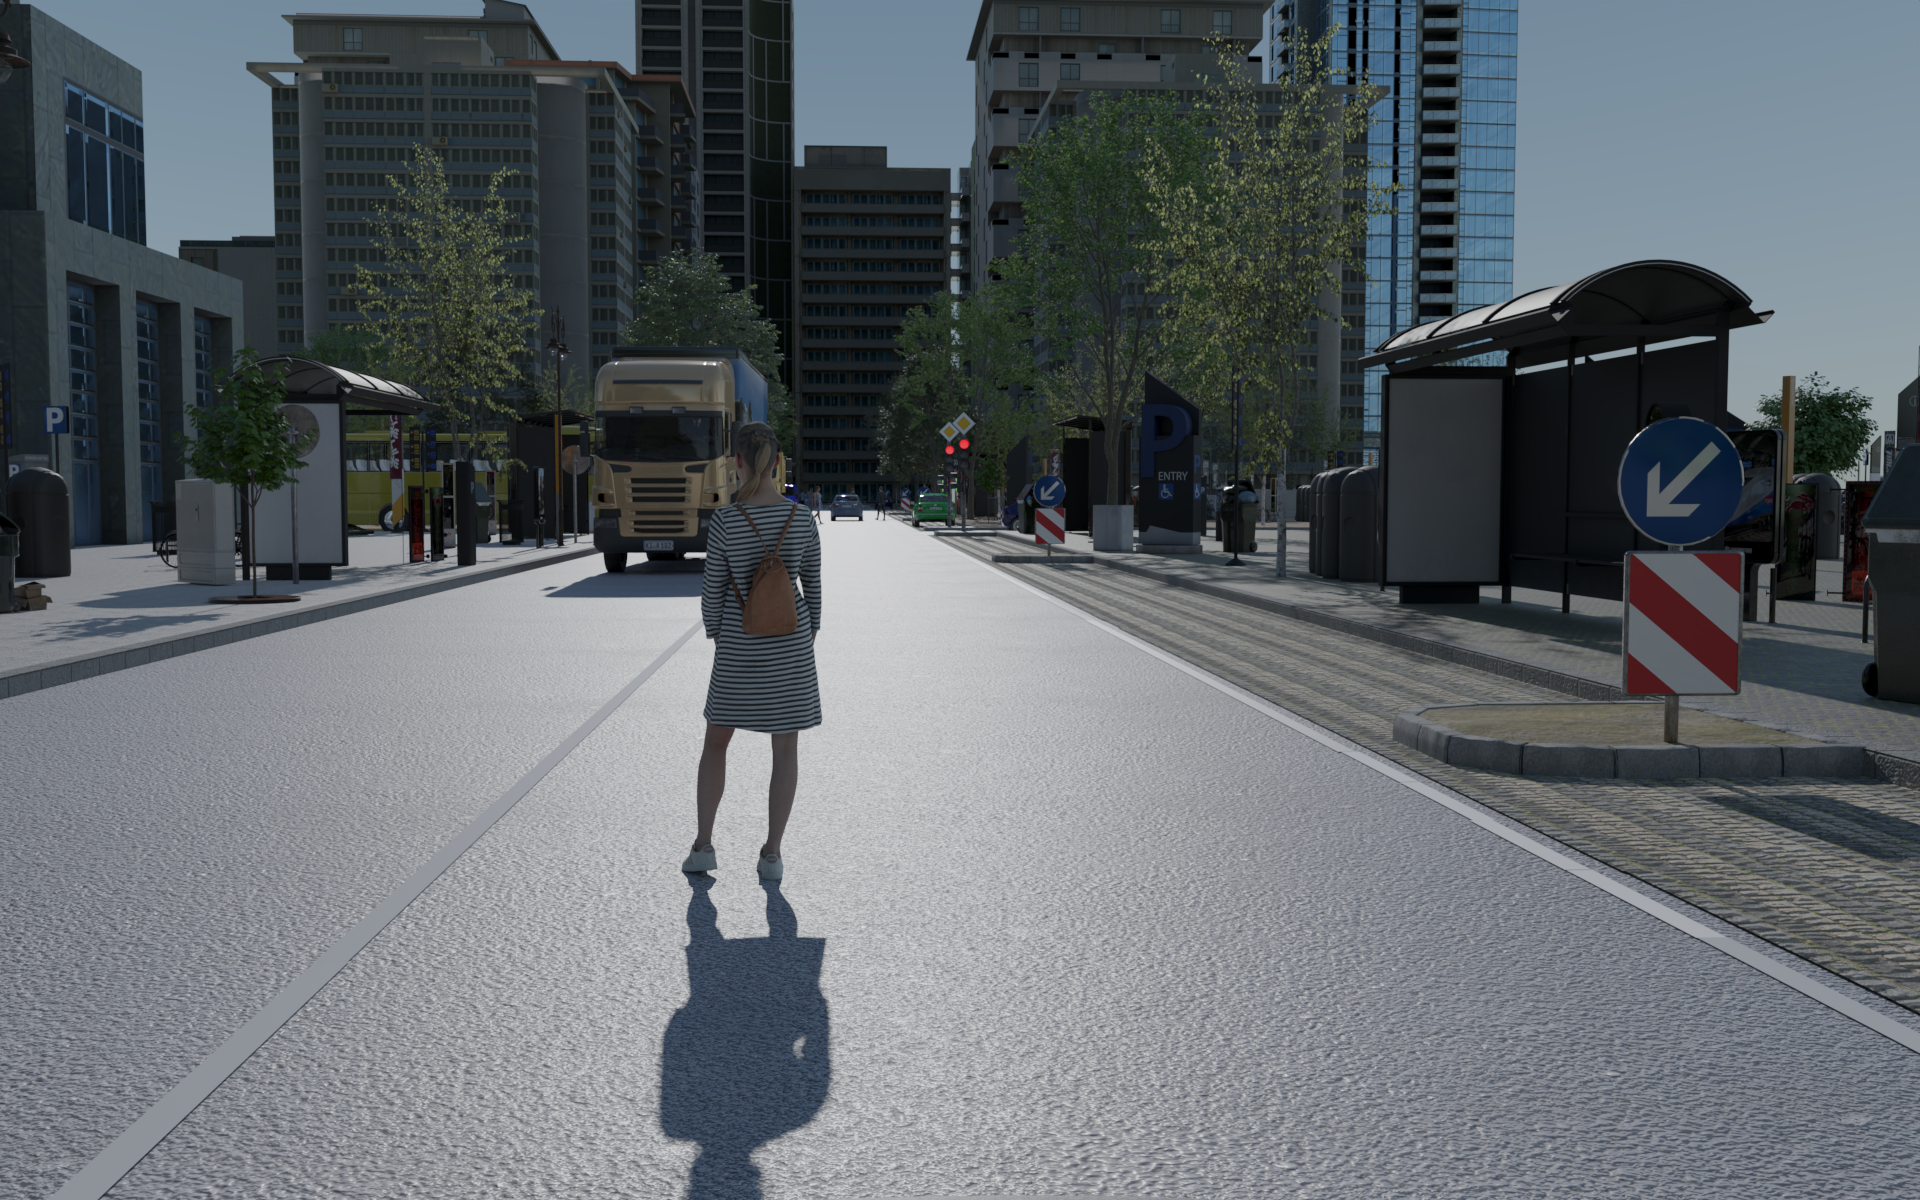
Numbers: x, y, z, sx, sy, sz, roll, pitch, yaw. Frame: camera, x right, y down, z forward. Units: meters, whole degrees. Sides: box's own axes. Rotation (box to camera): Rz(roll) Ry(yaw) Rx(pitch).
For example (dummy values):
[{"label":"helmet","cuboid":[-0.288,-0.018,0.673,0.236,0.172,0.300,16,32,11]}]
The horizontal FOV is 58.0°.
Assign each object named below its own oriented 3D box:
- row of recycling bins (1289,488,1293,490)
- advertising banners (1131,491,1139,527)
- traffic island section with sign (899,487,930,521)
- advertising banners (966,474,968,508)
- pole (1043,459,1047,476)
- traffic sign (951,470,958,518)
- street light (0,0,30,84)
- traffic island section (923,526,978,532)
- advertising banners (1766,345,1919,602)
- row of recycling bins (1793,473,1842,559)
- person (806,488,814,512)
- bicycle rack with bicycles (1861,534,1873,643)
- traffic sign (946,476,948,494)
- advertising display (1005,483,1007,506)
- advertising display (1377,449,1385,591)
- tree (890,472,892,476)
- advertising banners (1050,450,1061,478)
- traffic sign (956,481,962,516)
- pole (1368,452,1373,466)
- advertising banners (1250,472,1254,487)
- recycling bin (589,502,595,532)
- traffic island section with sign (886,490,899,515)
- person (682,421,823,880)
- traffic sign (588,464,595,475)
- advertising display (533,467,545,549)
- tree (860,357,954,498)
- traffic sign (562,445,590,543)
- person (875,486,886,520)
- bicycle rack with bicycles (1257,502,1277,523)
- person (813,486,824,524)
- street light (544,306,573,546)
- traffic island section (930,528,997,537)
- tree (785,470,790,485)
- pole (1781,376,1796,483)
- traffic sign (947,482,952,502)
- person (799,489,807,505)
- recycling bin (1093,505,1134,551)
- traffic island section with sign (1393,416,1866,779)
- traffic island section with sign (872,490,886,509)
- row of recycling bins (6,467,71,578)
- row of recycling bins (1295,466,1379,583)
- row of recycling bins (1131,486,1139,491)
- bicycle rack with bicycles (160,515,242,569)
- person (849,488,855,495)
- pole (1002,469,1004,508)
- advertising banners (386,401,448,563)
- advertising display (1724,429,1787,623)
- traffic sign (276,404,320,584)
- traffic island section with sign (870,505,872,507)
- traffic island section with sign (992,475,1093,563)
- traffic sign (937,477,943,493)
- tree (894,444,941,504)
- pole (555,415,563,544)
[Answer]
[{"label":"row of recycling bins","cuboid":[16.266,-4.440,79.707,1.069,1.692,3.534,0,4,-5]},{"label":"advertising banners","cuboid":[7.500,-4.350,67.310,2.074,3.025,0.090,-1,4,-14]},{"label":"traffic island section with sign","cuboid":[-2.053,-5.092,91.884,1.989,1.847,2.006,0,4,-4]},{"label":"advertising banners","cuboid":[0.411,-5.868,92.125,0.090,3.025,2.074,0,4,4]},{"label":"pole","cuboid":[4.850,-6.449,99.290,0.158,3.312,0.155,0,3,0]},{"label":"traffic sign","cuboid":[-0.245,-5.706,93.393,0.768,2.556,0.104,0,4,3]},{"label":"street light","cuboid":[-7.805,-2.493,13.541,0.468,5.910,1.993,0,4,-4]},{"label":"traffic island section","cuboid":[-0.392,-2.756,67.341,2.009,0.180,2.903,0,4,-4]},{"label":"advertising banners","cuboid":[10.736,-1.488,20.525,2.074,3.025,0.090,1,4,23]},{"label":"row of recycling bins","cuboid":[17.177,-1.748,35.690,1.069,1.692,3.534,0,4,7]},{"label":"person","cuboid":[-10.439,-6.844,120.197,0.655,1.846,0.447,-1,4,-12]},{"label":"bicycle rack with bicycles","cuboid":[8.817,-0.081,14.707,2.925,0.926,2.852,-2,4,-34]},{"label":"traffic sign","cuboid":[-0.925,-7.402,121.021,0.884,2.594,0.081,0,4,-1]},{"label":"advertising display","cuboid":[2.540,-4.700,82.061,0.974,1.923,0.123,3,4,37]},{"label":"advertising display","cuboid":[5.995,-1.078,22.835,0.974,1.923,0.123,0,4,-4]},{"label":"tree","cuboid":[-7.817,-16.345,217.610,4.737,8.622,4.395,0,3,0]},{"label":"advertising banners","cuboid":[4.274,-4.380,67.806,0.090,3.025,2.074,-3,5,-43]},{"label":"traffic sign","cuboid":[-0.225,-6.300,103.109,0.768,2.556,0.104,0,4,1]},{"label":"pole","cuboid":[19.986,-5.538,84.383,0.158,3.312,0.155,0,3,0]},{"label":"advertising banners","cuboid":[23.951,-8.751,139.269,2.074,3.025,0.090,-3,5,-42]},{"label":"recycling bin","cuboid":[-12.749,-2.789,58.153,0.722,1.027,0.722,1,4,20]},{"label":"traffic island section with sign","cuboid":[-3.877,-6.737,118.778,1.989,1.847,2.006,0,4,-4]},{"label":"person","cuboid":[-0.751,0.185,6.478,0.512,1.701,0.522,-2,4,-23]},{"label":"traffic sign","cuboid":[-10.191,-3.025,49.468,0.884,2.594,0.081,0,4,6]},{"label":"advertising display","cuboid":[-9.967,-2.191,41.044,0.123,1.923,0.974,0,4,-6]},{"label":"tree","cuboid":[-3.898,-14.974,155.199,12.009,13.543,11.850,0,3,0]},{"label":"traffic sign","cuboid":[-10.050,-2.758,45.207,0.768,2.556,0.104,0,4,-1]},{"label":"person","cuboid":[-4.359,-5.302,94.966,0.659,1.850,0.755,-3,4,-39]},{"label":"bicycle rack with bicycles","cuboid":[12.985,-3.930,77.642,2.925,0.926,2.852,-1,4,-14]},{"label":"person","cuboid":[-6.816,-4.511,82.347,0.778,1.811,0.616,2,4,26]},{"label":"street light","cuboid":[-9.859,-4.273,42.646,0.468,5.910,1.993,0,4,-4]},{"label":"traffic island section","cuboid":[0.148,-2.269,59.374,2.009,0.180,2.903,0,4,-4]},{"label":"tree","cuboid":[-20.059,-12.483,187.816,4.285,4.588,4.351,0,3,0]},{"label":"pole","cuboid":[14.290,-2.208,29.946,0.158,3.312,0.155,0,3,0]},{"label":"traffic sign","cuboid":[-0.571,-7.226,118.155,0.884,2.594,0.081,0,4,-1]},{"label":"person","cuboid":[-13.327,-8.475,147.044,1.348,1.826,0.705,3,4,36]},{"label":"recycling bin","cuboid":[3.488,-1.642,39.398,0.722,1.027,0.722,2,4,29]},{"label":"traffic island section with sign","cuboid":[3.525,-0.060,9.614,1.989,1.847,2.006,0,4,-4]},{"label":"traffic island section with sign","cuboid":[-7.319,-9.846,169.616,1.989,1.847,2.006,0,4,-4]},{"label":"row of recycling bins","cuboid":[-15.265,-1.150,25.908,3.534,1.692,1.069,-3,5,-41]},{"label":"row of recycling bins","cuboid":[6.024,-1.199,26.711,1.069,1.692,3.534,0,4,2]},{"label":"row of recycling bins","cuboid":[8.856,-5.107,90.612,1.069,1.692,3.534,-1,4,-15]},{"label":"bicycle rack with bicycles","cuboid":[-13.012,-1.093,31.249,2.925,0.926,2.852,-2,4,-32]},{"label":"person","cuboid":[-7.330,-6.734,118.560,0.622,1.834,0.822,2,4,27]},{"label":"pole","cuboid":[3.512,-9.066,142.067,0.158,3.312,0.155,0,3,0]},{"label":"advertising banners","cuboid":[-10.194,-2.220,32.477,0.090,3.025,2.074,1,4,13]},{"label":"advertising display","cuboid":[7.947,-0.758,17.602,0.123,1.923,0.974,-1,4,-21]},{"label":"traffic sign","cuboid":[-9.476,-1.500,24.638,0.768,2.556,0.104,0,4,2]},{"label":"traffic island section with sign","cuboid":[-9.156,-11.491,196.509,1.989,1.847,2.006,0,4,-4]},{"label":"traffic island section with sign","cuboid":[1.693,-1.705,36.507,1.989,1.847,2.006,0,4,-4]},{"label":"traffic sign","cuboid":[-1.304,-7.372,120.636,0.768,2.556,0.104,0,4,4]},{"label":"tree","cuboid":[-2.861,-11.783,143.012,4.737,8.622,4.395,0,3,0]},{"label":"pole","cuboid":[-10.303,-3.099,44.512,0.158,3.312,0.155,0,3,0]}]
